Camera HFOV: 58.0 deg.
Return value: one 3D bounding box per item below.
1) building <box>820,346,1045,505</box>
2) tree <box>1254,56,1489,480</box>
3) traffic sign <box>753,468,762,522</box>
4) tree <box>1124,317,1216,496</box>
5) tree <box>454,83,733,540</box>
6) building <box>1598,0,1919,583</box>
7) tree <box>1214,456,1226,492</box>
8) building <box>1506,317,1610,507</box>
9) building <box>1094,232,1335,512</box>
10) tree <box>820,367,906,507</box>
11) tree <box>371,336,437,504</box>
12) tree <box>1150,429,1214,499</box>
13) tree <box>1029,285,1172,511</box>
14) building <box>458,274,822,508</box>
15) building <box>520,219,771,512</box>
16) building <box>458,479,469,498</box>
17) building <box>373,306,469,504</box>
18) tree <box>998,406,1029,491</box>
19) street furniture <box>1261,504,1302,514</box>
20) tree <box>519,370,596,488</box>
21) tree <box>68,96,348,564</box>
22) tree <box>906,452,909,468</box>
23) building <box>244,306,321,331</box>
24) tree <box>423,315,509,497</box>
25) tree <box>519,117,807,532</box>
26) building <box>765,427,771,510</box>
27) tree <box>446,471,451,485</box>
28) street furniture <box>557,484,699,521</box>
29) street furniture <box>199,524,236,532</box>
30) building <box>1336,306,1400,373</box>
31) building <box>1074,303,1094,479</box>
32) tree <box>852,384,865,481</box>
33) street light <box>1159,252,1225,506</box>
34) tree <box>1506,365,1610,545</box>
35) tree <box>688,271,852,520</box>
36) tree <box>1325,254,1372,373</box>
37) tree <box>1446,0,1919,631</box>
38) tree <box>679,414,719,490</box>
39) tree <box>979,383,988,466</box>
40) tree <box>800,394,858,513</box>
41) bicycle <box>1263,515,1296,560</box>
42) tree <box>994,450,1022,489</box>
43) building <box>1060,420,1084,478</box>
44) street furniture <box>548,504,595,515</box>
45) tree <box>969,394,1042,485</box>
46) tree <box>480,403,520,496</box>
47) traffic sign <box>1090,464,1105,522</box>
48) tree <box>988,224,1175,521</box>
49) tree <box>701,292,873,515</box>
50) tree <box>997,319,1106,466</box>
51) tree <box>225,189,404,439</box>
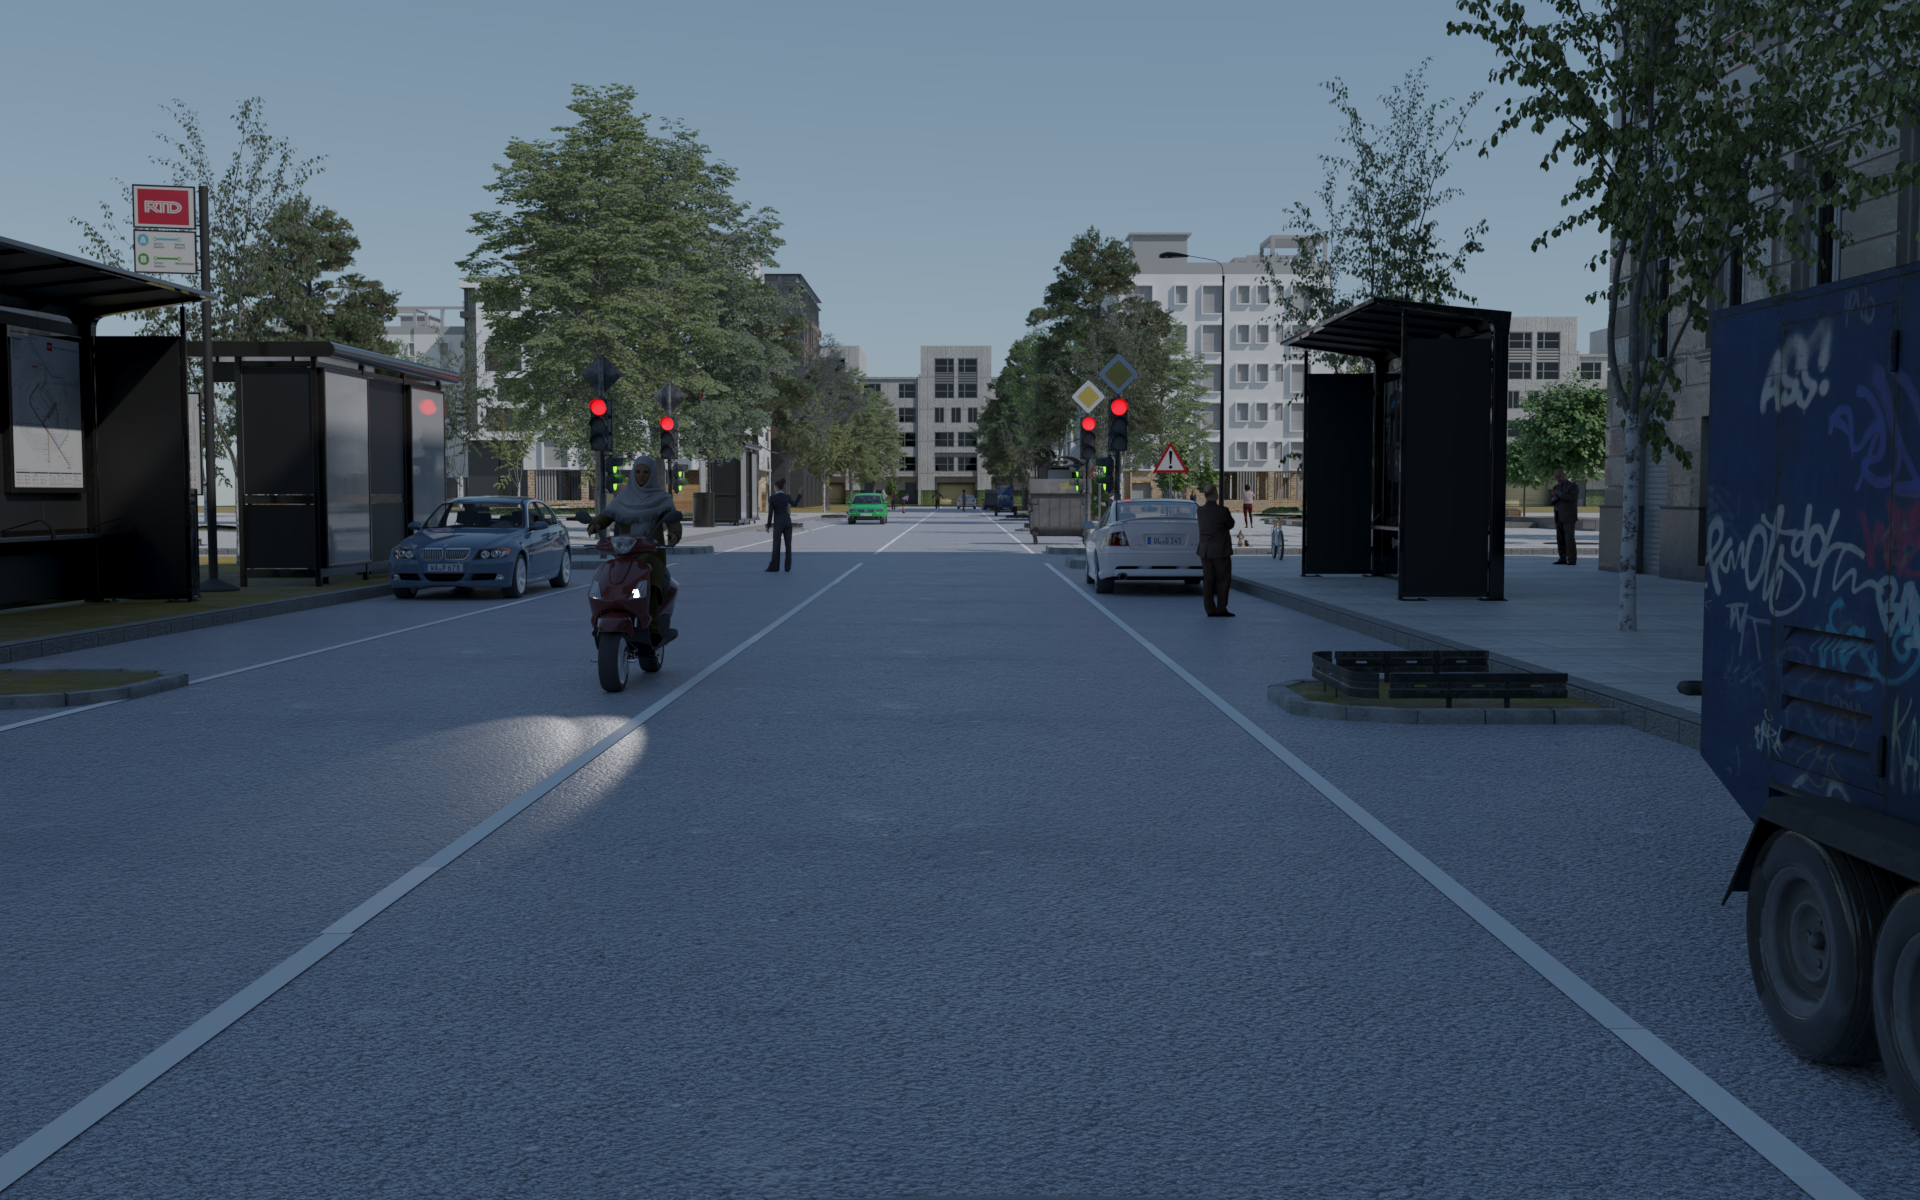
[{"bbox_3d":[-4.699,-21.310,214.877,31.486,18.905,16.747,0,3,0],"label":"building"},{"bbox_3d":[7.162,-4.868,29.958,4.360,8.622,3.978,0,3,0],"label":"tree"},{"bbox_3d":[-9.593,-4.920,80.543,0.768,2.556,0.104,0,4,6],"label":"traffic sign"},{"bbox_3d":[12.720,-11.800,111.050,7.486,12.596,7.792,0,3,0],"label":"tree"},{"bbox_3d":[-10.048,-7.942,47.983,7.486,12.596,7.792,0,3,0],"label":"tree"},{"bbox_3d":[16.385,-13.392,16.227,12.463,27.353,25.104,0,3,0],"label":"building"},{"bbox_3d":[10.633,-4.886,74.494,1.663,3.219,1.824,0,3,0],"label":"tree"},{"bbox_3d":[61.396,-19.247,181.153,31.486,18.905,16.747,0,3,0],"label":"building"},{"bbox_3d":[18.805,-16.795,131.025,16.016,20.091,11.380,0,3,0],"label":"building"},{"bbox_3d":[-10.060,-14.439,154.199,7.486,12.596,7.792,0,3,0],"label":"tree"},{"bbox_3d":[-37.732,-11.336,111.099,9.928,11.665,9.643,0,3,0],"label":"tree"},{"bbox_3d":[6.520,-3.488,51.632,1.663,3.219,1.824,0,3,0],"label":"tree"},{"bbox_3d":[5.479,-6.768,61.024,4.360,8.622,3.978,0,3,0],"label":"tree"},{"bbox_3d":[-31.010,-20.218,174.536,32.646,21.610,27.936,0,3,0],"label":"building"},{"bbox_3d":[-21.811,-16.323,123.294,16.016,20.091,11.380,0,3,0],"label":"building"},{"bbox_3d":[-68.002,-16.379,209.948,28.070,9.664,9.099,0,3,0],"label":"building"},{"bbox_3d":[-53.588,-19.842,180.841,11.380,20.091,16.016,0,3,0],"label":"building"},{"bbox_3d":[4.965,-10.906,128.672,4.360,8.622,3.978,0,3,0],"label":"tree"},{"bbox_3d":[24.646,-5.976,113.335,10.072,0.657,5.734,-2,4,-24],"label":"street furniture"},{"bbox_3d":[-15.714,-7.602,74.648,4.737,8.622,4.395,0,3,0],"label":"tree"},{"bbox_3d":[-13.403,-4.957,31.406,4.360,8.622,3.978,0,3,0],"label":"tree"},{"bbox_3d":[-9.103,-16.598,189.508,7.486,12.596,7.792,0,3,0],"label":"tree"},{"bbox_3d":[-65.696,-19.804,180.212,11.380,20.091,16.016,0,3,0],"label":"building"},{"bbox_3d":[-20.735,-7.433,71.896,4.360,8.622,3.978,0,3,0],"label":"tree"},{"bbox_3d":[-10.195,-9.316,58.979,9.857,13.997,8.962,0,3,0],"label":"tree"},{"bbox_3d":[-20.088,-12.309,143.407,9.099,9.664,28.070,0,3,0],"label":"building"},{"bbox_3d":[-19.057,-4.163,62.673,1.663,3.219,1.824,0,3,0],"label":"tree"},{"bbox_3d":[-13.844,-4.662,83.073,11.010,1.723,9.812,-3,5,-42],"label":"street furniture"},{"bbox_3d":[-35.975,-3.387,60.400,27.439,1.986,14.083,0,4,-7],"label":"street furniture"},{"bbox_3d":[39.641,-19.813,180.358,11.380,20.091,16.016,0,3,0],"label":"building"},{"bbox_3d":[18.038,-17.520,142.875,16.016,20.091,11.380,0,3,0],"label":"building"},{"bbox_3d":[-10.564,-13.090,136.084,6.751,12.117,7.091,0,3,0],"label":"tree"},{"bbox_3d":[4.510,-3.720,33.362,1.470,5.913,1.316,0,3,0],"label":"street light"},{"bbox_3d":[15.649,-3.706,44.314,4.285,4.588,4.351,0,3,0],"label":"tree"},{"bbox_3d":[-10.068,-9.965,84.977,6.751,12.117,7.091,0,3,0],"label":"tree"},{"bbox_3d":[12.792,-6.141,50.761,4.737,8.622,4.395,0,3,0],"label":"tree"},{"bbox_3d":[6.515,-4.014,15.990,4.737,8.622,4.395,0,3,0],"label":"tree"},{"bbox_3d":[-16.669,-10.027,114.311,4.360,8.622,3.978,0,3,0],"label":"tree"},{"bbox_3d":[5.382,-14.078,137.598,7.806,13.903,7.818,0,3,0],"label":"tree"},{"bbox_3d":[-9.223,-10.398,120.374,4.737,8.622,4.395,0,3,0],"label":"tree"},{"bbox_3d":[6.242,-1.273,34.042,0.635,0.972,1.543,0,4,3],"label":"bicycle"},{"bbox_3d":[5.235,-14.037,179.869,4.737,8.622,4.395,0,3,0],"label":"tree"},{"bbox_3d":[15.625,-14.248,175.104,9.099,9.664,28.070,0,3,0],"label":"building"},{"bbox_3d":[-25.042,-5.531,106.057,5.734,0.657,10.072,2,4,24],"label":"street furniture"},{"bbox_3d":[5.632,-17.606,194.516,9.857,13.997,8.962,0,3,0],"label":"tree"},{"bbox_3d":[-29.369,-10.045,114.605,4.737,8.622,4.395,0,3,0],"label":"tree"},{"bbox_3d":[5.607,-4.248,69.554,0.768,2.556,0.104,0,4,8],"label":"traffic sign"},{"bbox_3d":[6.726,-10.675,81.954,7.806,13.903,7.818,0,3,0],"label":"tree"},{"bbox_3d":[-10.346,-11.849,104.096,12.009,13.543,11.850,0,3,0],"label":"tree"},{"bbox_3d":[5.740,-10.673,100.258,9.928,11.665,9.643,0,3,0],"label":"tree"},{"bbox_3d":[-27.156,-10.120,72.884,7.806,13.903,7.818,0,3,0],"label":"tree"}]
